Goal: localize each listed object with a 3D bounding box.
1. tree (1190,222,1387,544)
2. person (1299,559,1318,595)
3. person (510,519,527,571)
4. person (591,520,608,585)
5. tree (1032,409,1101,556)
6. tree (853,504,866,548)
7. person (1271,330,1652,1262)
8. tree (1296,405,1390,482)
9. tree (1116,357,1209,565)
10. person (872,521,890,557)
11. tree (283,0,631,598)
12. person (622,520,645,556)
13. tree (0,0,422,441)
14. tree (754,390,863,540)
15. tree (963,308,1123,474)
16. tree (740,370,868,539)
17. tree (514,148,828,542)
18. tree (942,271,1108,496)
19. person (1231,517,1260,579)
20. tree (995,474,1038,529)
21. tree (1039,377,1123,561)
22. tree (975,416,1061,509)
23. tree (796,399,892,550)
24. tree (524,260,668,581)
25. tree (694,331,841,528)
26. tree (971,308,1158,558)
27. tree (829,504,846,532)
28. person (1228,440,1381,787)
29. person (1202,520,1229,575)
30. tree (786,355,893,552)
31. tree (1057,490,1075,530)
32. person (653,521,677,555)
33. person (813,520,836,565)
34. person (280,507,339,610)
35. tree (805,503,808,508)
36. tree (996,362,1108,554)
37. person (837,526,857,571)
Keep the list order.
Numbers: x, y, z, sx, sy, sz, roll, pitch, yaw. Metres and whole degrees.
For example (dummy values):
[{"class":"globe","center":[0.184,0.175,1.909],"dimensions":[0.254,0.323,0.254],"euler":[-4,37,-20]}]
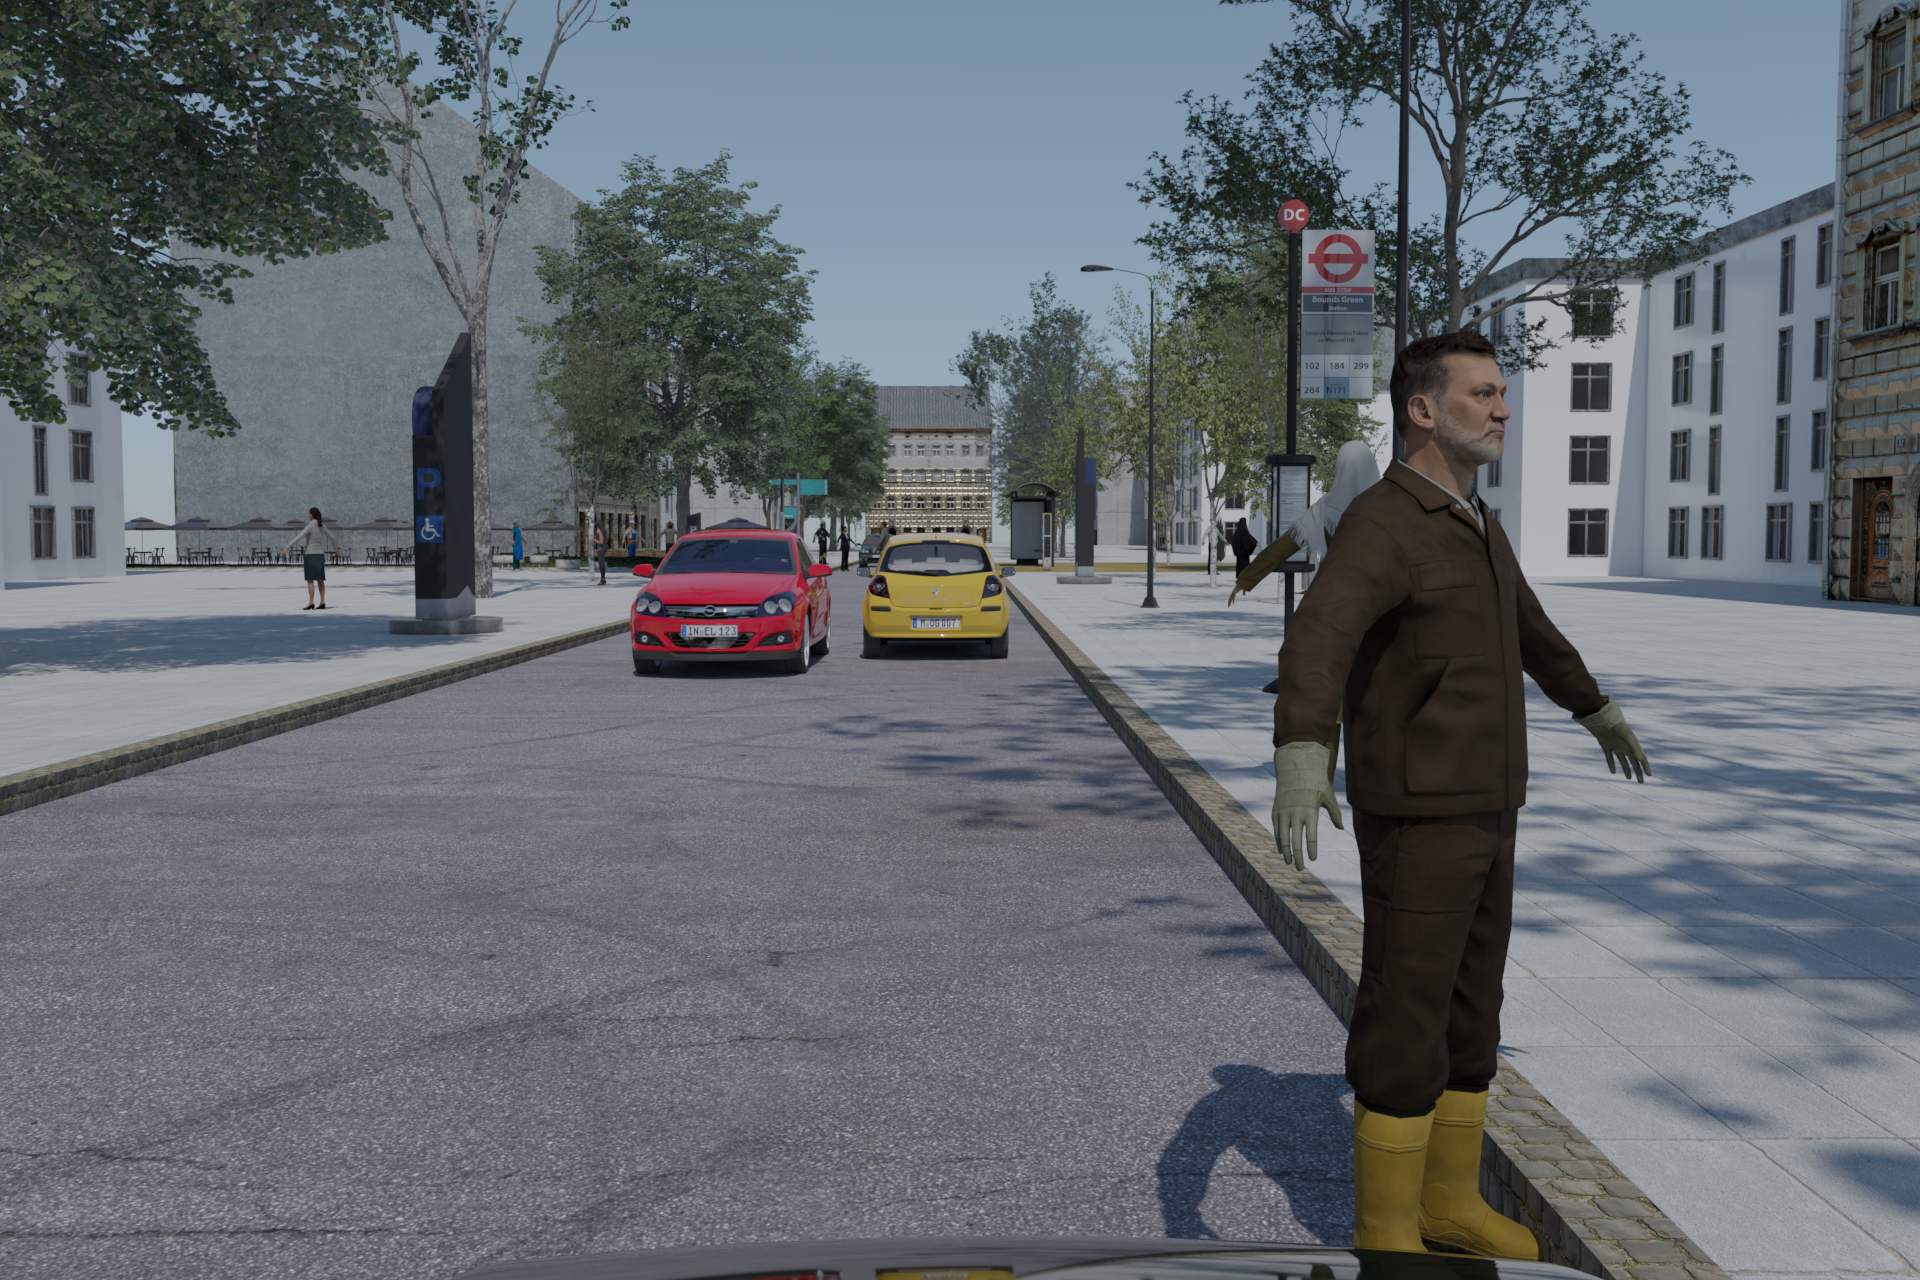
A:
[{"class":"tree","center":[11.282,-8.689,60.199],"dimensions":[7.486,12.596,7.792],"euler":[0,3,0]},{"class":"person","center":[7.384,-1.875,36.807],"dimensions":[0.704,1.811,1.347],"euler":[0,4,5]},{"class":"person","center":[-15.331,-3.296,60.018],"dimensions":[0.704,1.817,1.347],"euler":[0,4,5]},{"class":"person","center":[-9.040,-2.195,43.398],"dimensions":[0.415,1.643,0.593],"euler":[-3,4,-38]},{"class":"tree","center":[6.098,-9.361,103.406],"dimensions":[4.737,8.622,4.395],"euler":[0,3,0]},{"class":"tree","center":[-9.336,-12.673,157.562],"dimensions":[4.360,8.622,3.978],"euler":[0,3,0]},{"class":"person","center":[0.938,0.324,3.301],"dimensions":[0.704,1.812,1.346],"euler":[3,5,44]},{"class":"tree","center":[16.200,-7.612,74.815],"dimensions":[4.737,8.622,4.395],"euler":[0,3,0]},{"class":"tree","center":[8.726,-7.410,71.523],"dimensions":[4.360,8.622,3.978],"euler":[0,3,0]},{"class":"person","center":[-2.173,-2.451,48.805],"dimensions":[0.705,1.796,1.348],"euler":[1,4,14]},{"class":"tree","center":[-11.023,-10.923,34.487],"dimensions":[12.611,20.169,13.585],"euler":[0,3,0]},{"class":"person","center":[-13.114,-3.884,69.368],"dimensions":[0.705,1.847,1.347],"euler":[2,4,29]},{"class":"tree","center":[-9.461,-6.675,15.795],"dimensions":[9.857,13.997,8.962],"euler":[0,3,0]},{"class":"tree","center":[-9.617,-10.647,108.487],"dimensions":[7.601,10.594,8.767],"euler":[-1,4,-16]},{"class":"tree","center":[6.864,-17.642,144.342],"dimensions":[12.611,20.169,13.585],"euler":[0,3,0]},{"class":"tree","center":[-9.254,-10.077,99.168],"dimensions":[8.767,10.594,7.601],"euler":[0,4,5]},{"class":"tree","center":[-9.210,-9.174,56.648],"dimensions":[9.857,13.997,8.962],"euler":[0,3,0]},{"class":"tree","center":[5.090,-16.617,127.584],"dimensions":[12.611,20.169,13.585],"euler":[0,3,0]},{"class":"person","center":[7.698,-2.441,46.704],"dimensions":[0.721,1.737,1.214],"euler":[-2,4,-26]},{"class":"tree","center":[8.901,-20.651,255.773],"dimensions":[7.486,12.596,7.792],"euler":[0,3,0]},{"class":"tree","center":[5.581,-8.069,82.294],"dimensions":[4.737,8.622,4.395],"euler":[0,3,0]},{"class":"tree","center":[6.396,-15.374,161.742],"dimensions":[12.009,13.543,11.850],"euler":[0,3,0]},{"class":"tree","center":[-9.283,-13.327,136.029],"dimensions":[7.486,12.596,7.792],"euler":[0,3,0]},{"class":"tree","center":[-10.059,-5.894,46.735],"dimensions":[4.360,8.622,3.978],"euler":[0,3,0]},{"class":"tree","center":[-9.821,-9.937,88.224],"dimensions":[9.928,11.665,9.643],"euler":[0,3,0]},{"class":"tree","center":[5.683,-11.188,93.288],"dimensions":[12.009,13.543,11.850],"euler":[0,3,0]},{"class":"tree","center":[-16.802,-18.490,252.672],"dimensions":[4.360,8.622,3.978],"euler":[0,3,0]},{"class":"person","center":[1.937,-0.109,8.557],"dimensions":[1.217,1.736,0.721],"euler":[1,4,11]},{"class":"person","center":[7.953,-2.945,54.301],"dimensions":[0.704,1.810,1.344],"euler":[3,5,44]},{"class":"tree","center":[-9.221,-13.358,125.061],"dimensions":[9.857,13.997,8.962],"euler":[0,3,0]},{"class":"tree","center":[17.139,-20.350,250.849],"dimensions":[7.486,12.596,7.792],"euler":[0,3,0]},{"class":"person","center":[-11.588,-3.861,69.261],"dimensions":[1.348,1.813,0.705],"euler":[-1,4,-16]},{"class":"person","center":[-5.680,-4.050,71.998],"dimensions":[0.705,1.856,1.354],"euler":[3,5,40]},{"class":"person","center":[-10.983,-1.376,29.330],"dimensions":[0.721,1.735,1.217],"euler":[2,4,27]},{"class":"tree","center":[-25.744,-21.118,251.941],"dimensions":[9.857,13.997,8.962],"euler":[0,3,0]},{"class":"tree","center":[6.146,-11.938,113.309],"dimensions":[7.486,12.596,7.792],"euler":[0,3,0]},{"class":"person","center":[-4.353,-3.505,66.493],"dimensions":[0.721,1.740,1.216],"euler":[2,4,35]}]
